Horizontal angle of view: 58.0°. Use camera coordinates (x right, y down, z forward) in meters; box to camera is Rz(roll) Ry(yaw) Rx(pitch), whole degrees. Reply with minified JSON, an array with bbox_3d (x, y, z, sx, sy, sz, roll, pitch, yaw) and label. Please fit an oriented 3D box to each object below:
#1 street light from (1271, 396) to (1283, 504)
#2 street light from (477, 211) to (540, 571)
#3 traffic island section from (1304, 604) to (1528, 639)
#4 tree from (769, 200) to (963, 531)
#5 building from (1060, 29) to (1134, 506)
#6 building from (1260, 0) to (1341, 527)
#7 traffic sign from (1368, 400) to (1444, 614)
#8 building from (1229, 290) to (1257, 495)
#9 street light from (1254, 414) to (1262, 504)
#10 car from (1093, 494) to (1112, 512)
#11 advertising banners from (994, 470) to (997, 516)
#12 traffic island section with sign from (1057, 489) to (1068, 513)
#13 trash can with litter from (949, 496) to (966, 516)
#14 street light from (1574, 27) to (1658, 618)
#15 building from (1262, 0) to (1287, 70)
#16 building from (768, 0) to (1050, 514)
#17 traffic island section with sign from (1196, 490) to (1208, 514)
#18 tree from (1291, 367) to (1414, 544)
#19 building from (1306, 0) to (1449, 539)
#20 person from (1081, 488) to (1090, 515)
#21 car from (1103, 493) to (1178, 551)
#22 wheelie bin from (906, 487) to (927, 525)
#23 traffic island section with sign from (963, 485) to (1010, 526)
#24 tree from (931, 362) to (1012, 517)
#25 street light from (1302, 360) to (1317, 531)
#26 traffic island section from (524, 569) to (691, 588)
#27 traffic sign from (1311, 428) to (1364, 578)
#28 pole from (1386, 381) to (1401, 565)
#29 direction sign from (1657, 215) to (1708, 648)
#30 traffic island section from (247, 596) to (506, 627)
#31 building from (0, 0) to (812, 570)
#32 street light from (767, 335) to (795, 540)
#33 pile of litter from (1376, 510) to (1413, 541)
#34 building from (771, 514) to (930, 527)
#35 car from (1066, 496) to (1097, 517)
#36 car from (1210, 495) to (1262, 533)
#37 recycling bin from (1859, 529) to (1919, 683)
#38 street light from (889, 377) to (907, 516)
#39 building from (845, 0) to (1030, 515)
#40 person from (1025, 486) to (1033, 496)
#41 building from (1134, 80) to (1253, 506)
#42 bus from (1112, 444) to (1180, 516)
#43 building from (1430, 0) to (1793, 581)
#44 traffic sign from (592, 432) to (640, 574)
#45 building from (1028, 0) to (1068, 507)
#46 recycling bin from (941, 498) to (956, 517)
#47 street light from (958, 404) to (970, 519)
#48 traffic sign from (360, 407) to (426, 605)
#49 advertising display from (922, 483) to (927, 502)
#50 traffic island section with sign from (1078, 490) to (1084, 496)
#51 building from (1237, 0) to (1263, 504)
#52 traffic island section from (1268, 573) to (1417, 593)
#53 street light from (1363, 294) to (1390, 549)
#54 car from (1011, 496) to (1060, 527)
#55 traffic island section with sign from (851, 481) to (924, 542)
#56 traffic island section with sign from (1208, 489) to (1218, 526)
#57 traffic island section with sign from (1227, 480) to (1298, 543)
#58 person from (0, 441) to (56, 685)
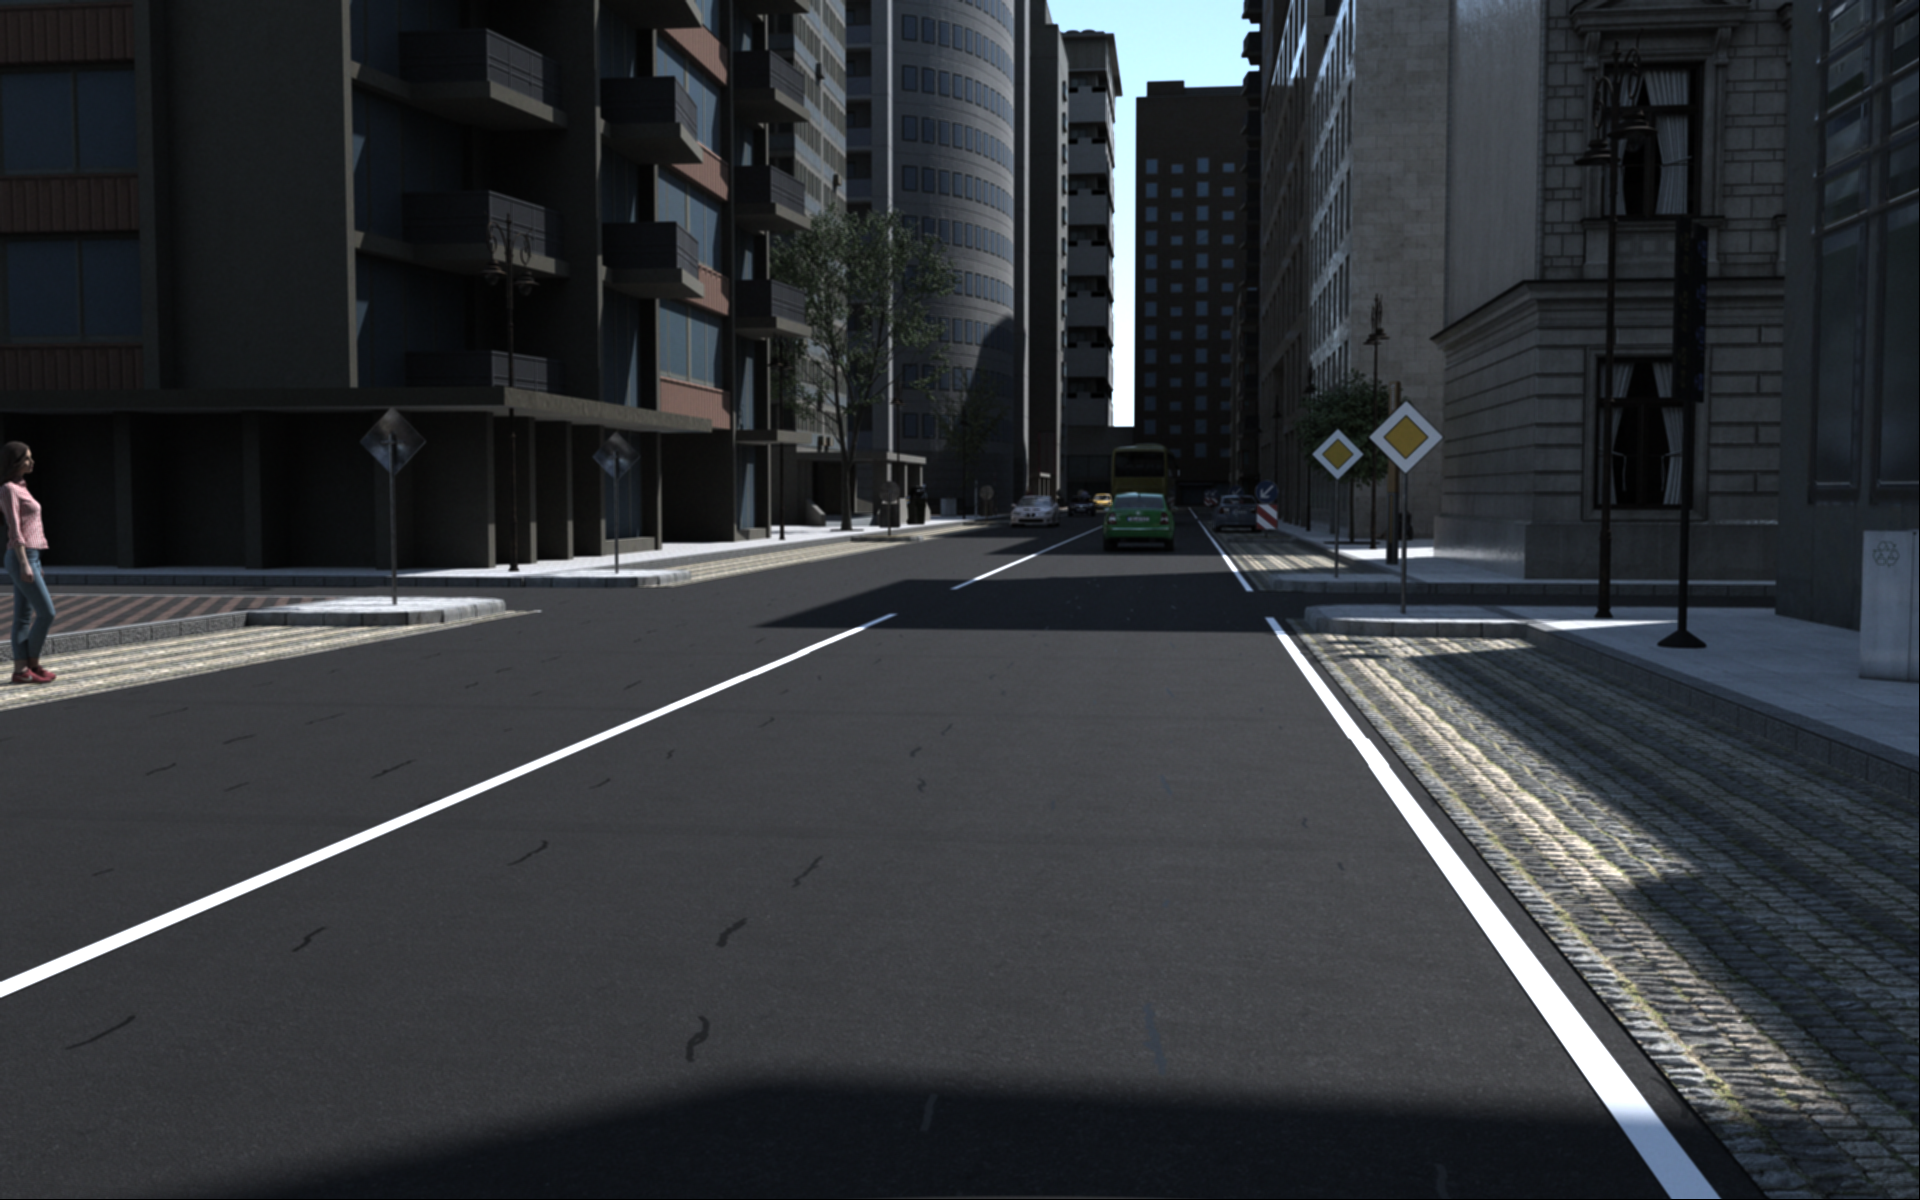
[{"bbox_3d":[14.567,-6.543,79.773,0.468,5.910,1.993,0,4,7],"label":"street light"},{"bbox_3d":[-7.425,-3.417,28.651,0.468,5.910,1.993,0,4,7],"label":"street light"},{"bbox_3d":[4.783,0.224,18.622,2.009,0.180,2.903,0,4,7],"label":"traffic island section"},{"bbox_3d":[-3.876,-8.233,60.360,9.928,11.665,9.643,0,3,0],"label":"tree"},{"bbox_3d":[6.583,-37.346,199.851,27.495,52.752,28.713,0,4,7],"label":"building"},{"bbox_3d":[24.865,-16.977,82.089,19.350,26.468,34.151,0,4,7],"label":"building"},{"bbox_3d":[4.759,-0.912,18.548,0.795,2.450,0.064,0,4,7],"label":"traffic sign"},{"bbox_3d":[39.299,-19.248,159.742,27.650,21.520,28.899,0,4,7],"label":"building"},{"bbox_3d":[17.138,-7.756,99.597,0.468,5.910,1.993,0,4,7],"label":"street light"},{"bbox_3d":[11.259,-7.730,136.606,2.015,1.641,3.980,1,4,9],"label":"car"},{"bbox_3d":[2.047,-6.348,99.982,0.090,3.025,2.074,0,4,3],"label":"advertising banners"},{"bbox_3d":[7.601,-7.391,129.473,1.989,1.847,2.006,0,4,7],"label":"traffic island section with sign"},{"bbox_3d":[-0.236,-5.586,102.710,1.055,1.170,0.624,-2,4,-27],"label":"trash can with litter"},{"bbox_3d":[6.684,-2.753,17.806,0.468,5.910,1.993,0,4,7],"label":"street light"},{"bbox_3d":[26.416,-28.123,109.917,14.600,45.320,14.200,0,4,7],"label":"building"},{"bbox_3d":[-8.880,-27.710,144.944,32.217,40.220,23.993,0,4,7],"label":"building"},{"bbox_3d":[18.557,-7.271,127.508,1.989,1.847,2.006,0,4,7],"label":"traffic island section with sign"},{"bbox_3d":[10.258,-3.740,44.860,4.285,4.588,4.351,0,3,0],"label":"tree"},{"bbox_3d":[17.399,-12.371,57.013,10.420,20.320,16.860,0,4,7],"label":"building"},{"bbox_3d":[8.699,-6.849,120.344,0.709,1.838,0.599,1,4,9],"label":"person"},{"bbox_3d":[4.673,-2.210,44.928,1.959,1.807,4.718,0,4,7],"label":"car"},{"bbox_3d":[-1.806,-3.991,73.156,0.980,1.594,0.693,-3,5,-42],"label":"wheelie bin"},{"bbox_3d":[1.238,-4.310,79.090,1.989,1.847,2.006,0,4,7],"label":"traffic island section with sign"},{"bbox_3d":[0.651,-8.855,95.137,4.737,8.622,4.395,0,3,0],"label":"tree"},{"bbox_3d":[12.091,-5.330,59.936,0.468,5.910,1.993,0,4,7],"label":"street light"},{"bbox_3d":[-5.566,-0.349,27.979,2.009,0.180,2.903,0,4,7],"label":"traffic island section"},{"bbox_3d":[5.760,-1.396,26.470,0.795,2.450,0.064,0,4,7],"label":"traffic sign"},{"bbox_3d":[7.874,-2.301,31.459,0.158,3.312,0.155,0,3,0],"label":"pole"},{"bbox_3d":[6.081,-1.375,14.485,0.379,3.537,0.876,3,4,37],"label":"direction sign"},{"bbox_3d":[-6.568,0.136,20.057,2.009,0.180,2.903,0,4,7],"label":"traffic island section"},{"bbox_3d":[-16.098,-23.702,42.153,22.147,44.769,28.867,0,4,7],"label":"building"},{"bbox_3d":[-4.999,-4.630,48.493,0.468,5.910,1.993,0,4,7],"label":"street light"},{"bbox_3d":[12.190,-2.118,48.599,1.176,0.858,1.719,2,4,32],"label":"pile of litter"},{"bbox_3d":[-18.274,-23.567,77.209,32.217,40.220,23.993,0,4,7],"label":"building"},{"bbox_3d":[7.858,-6.062,111.698,1.945,1.354,3.894,0,4,5],"label":"car"},{"bbox_3d":[10.442,-3.263,65.347,2.014,1.417,4.499,0,4,7],"label":"car"},{"bbox_3d":[6.746,0.036,11.972,0.722,1.027,0.722,-3,4,-38],"label":"recycling bin"},{"bbox_3d":[-2.438,-5.849,68.419,0.468,5.910,1.993,0,4,7],"label":"street light"},{"bbox_3d":[-6.981,-35.169,117.017,21.231,58.520,28.212,0,4,7],"label":"building"},{"bbox_3d":[3.283,-4.486,81.814,0.573,1.828,0.580,-1,4,-21],"label":"person"},{"bbox_3d":[26.547,-33.067,190.752,14.200,45.320,14.600,0,4,7],"label":"building"},{"bbox_3d":[9.051,-5.666,84.191,2.896,3.916,12.252,1,4,9],"label":"bus"},{"bbox_3d":[18.090,-10.056,29.035,19.286,19.102,10.561,0,4,7],"label":"building"},{"bbox_3d":[-5.542,-1.485,27.915,0.795,2.450,0.064,0,4,7],"label":"traffic sign"},{"bbox_3d":[-0.731,-33.301,168.172,21.600,48.544,21.300,0,4,7],"label":"building"},{"bbox_3d":[-0.657,-5.315,99.447,0.722,1.027,0.722,-1,4,-23],"label":"recycling bin"},{"bbox_3d":[0.211,-7.114,89.098,0.468,5.910,1.993,0,4,7],"label":"street light"},{"bbox_3d":[-6.543,-1.000,19.992,0.795,2.450,0.064,0,4,7],"label":"traffic sign"},{"bbox_3d":[-2.477,-5.988,103.120,0.974,1.923,0.123,0,4,-5],"label":"advertising display"},{"bbox_3d":[10.986,-9.027,156.216,1.989,1.847,2.006,0,4,7],"label":"traffic island section with sign"},{"bbox_3d":[32.517,-29.126,130.829,22.147,44.769,28.867,0,4,7],"label":"building"},{"bbox_3d":[5.785,-0.261,26.544,2.009,0.180,2.903,0,4,7],"label":"traffic island section"},{"bbox_3d":[9.609,-4.117,40.101,0.468,5.910,1.993,0,4,7],"label":"street light"},{"bbox_3d":[3.341,-3.886,75.903,2.083,1.381,4.827,0,4,8],"label":"car"},{"bbox_3d":[-2.152,-2.674,52.348,1.989,1.847,2.006,0,4,7],"label":"traffic island section with sign"},{"bbox_3d":[12.273,-4.226,77.721,1.989,1.847,2.006,0,4,7],"label":"traffic island section with sign"},{"bbox_3d":[8.880,-2.590,50.980,1.989,1.847,2.006,0,4,7],"label":"traffic island section with sign"},{"bbox_3d":[-6.989,-0.272,12.957,0.388,1.821,0.555,-2,4,-33],"label":"person"}]
